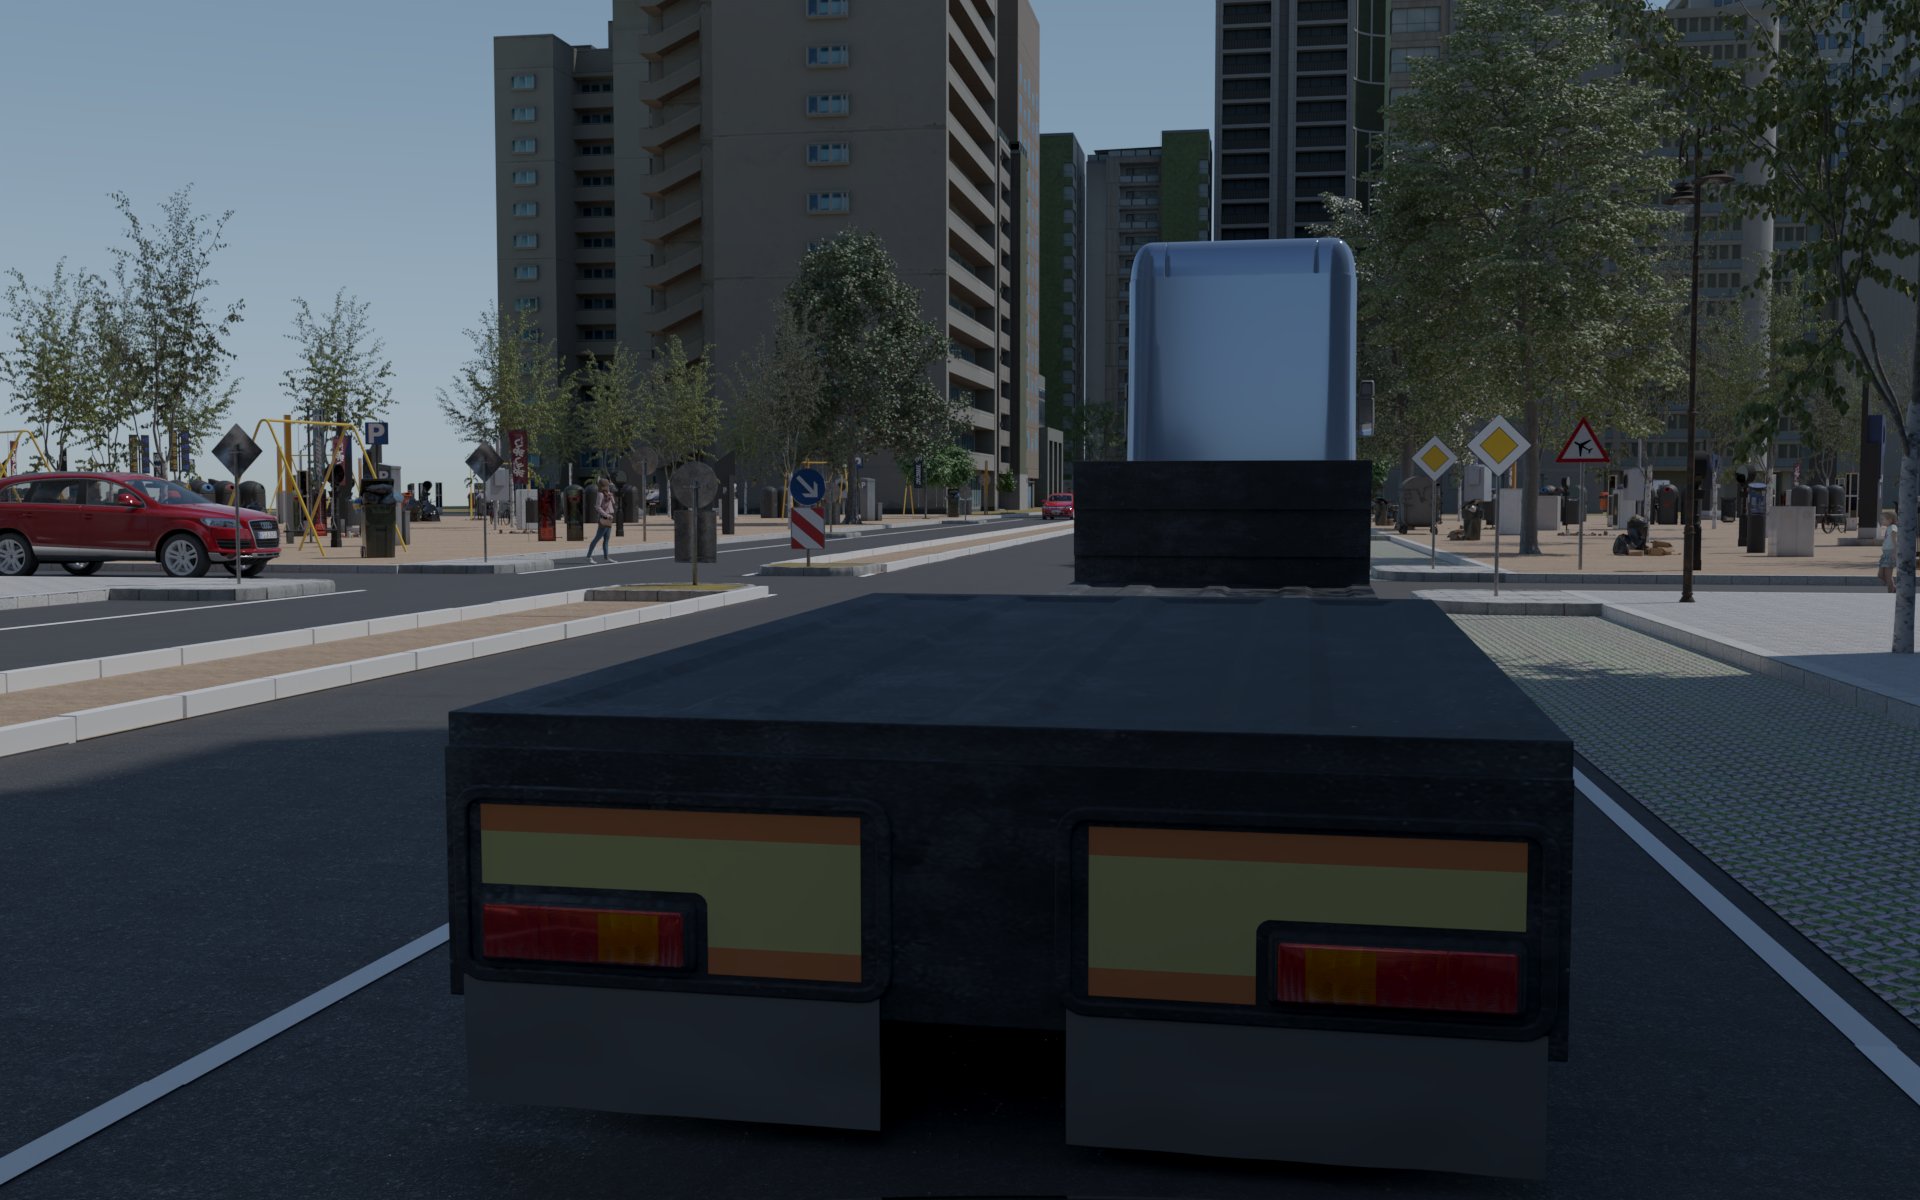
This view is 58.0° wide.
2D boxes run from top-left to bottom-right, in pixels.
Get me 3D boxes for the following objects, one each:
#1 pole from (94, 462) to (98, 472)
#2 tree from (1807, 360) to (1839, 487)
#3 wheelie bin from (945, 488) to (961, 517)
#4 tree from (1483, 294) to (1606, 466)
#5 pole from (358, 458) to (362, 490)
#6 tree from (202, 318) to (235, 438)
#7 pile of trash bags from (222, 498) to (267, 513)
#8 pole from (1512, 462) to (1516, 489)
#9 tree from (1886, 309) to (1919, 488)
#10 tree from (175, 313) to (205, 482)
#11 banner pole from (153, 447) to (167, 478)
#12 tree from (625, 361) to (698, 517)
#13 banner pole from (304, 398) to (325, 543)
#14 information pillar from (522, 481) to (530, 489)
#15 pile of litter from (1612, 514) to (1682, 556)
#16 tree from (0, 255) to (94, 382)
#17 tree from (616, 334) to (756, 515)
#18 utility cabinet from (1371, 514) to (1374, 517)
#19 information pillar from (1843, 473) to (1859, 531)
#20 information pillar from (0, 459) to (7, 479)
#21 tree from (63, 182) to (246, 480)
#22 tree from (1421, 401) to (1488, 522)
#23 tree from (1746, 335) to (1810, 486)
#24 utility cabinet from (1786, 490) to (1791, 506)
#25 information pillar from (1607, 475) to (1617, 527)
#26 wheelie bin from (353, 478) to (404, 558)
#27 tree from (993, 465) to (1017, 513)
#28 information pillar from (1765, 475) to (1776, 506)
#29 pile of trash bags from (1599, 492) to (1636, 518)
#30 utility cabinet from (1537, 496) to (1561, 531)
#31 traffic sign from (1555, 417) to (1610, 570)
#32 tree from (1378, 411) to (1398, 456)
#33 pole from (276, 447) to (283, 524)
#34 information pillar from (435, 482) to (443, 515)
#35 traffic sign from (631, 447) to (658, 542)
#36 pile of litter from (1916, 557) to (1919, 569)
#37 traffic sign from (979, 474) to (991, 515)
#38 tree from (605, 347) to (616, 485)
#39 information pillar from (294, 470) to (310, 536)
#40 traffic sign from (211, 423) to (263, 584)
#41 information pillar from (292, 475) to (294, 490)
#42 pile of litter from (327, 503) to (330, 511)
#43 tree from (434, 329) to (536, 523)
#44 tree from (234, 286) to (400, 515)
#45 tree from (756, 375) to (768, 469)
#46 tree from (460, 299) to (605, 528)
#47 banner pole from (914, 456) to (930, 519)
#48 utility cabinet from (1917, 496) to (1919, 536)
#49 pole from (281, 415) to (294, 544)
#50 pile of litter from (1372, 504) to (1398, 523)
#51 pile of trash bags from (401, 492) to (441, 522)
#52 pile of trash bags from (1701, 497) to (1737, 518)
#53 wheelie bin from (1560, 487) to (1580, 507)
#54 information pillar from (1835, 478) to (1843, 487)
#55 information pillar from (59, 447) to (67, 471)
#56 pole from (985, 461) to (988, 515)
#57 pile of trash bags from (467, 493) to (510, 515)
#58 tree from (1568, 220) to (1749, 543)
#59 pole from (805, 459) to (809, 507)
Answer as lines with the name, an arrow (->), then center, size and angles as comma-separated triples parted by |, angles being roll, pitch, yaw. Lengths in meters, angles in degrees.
pole -> -54.169, -7.020, 108.623 | 0.158, 3.312, 0.155 | 0, 3, 0
tree -> 42.246, -8.187, 84.220 | 4.360, 8.622, 3.978 | 0, 3, 0
wheelie bin -> -0.342, -5.331, 95.075 | 0.980, 1.594, 0.693 | 0, 4, -2
tree -> 29.614, -9.955, 88.511 | 9.928, 11.665, 9.643 | 0, 3, 0
pole -> -33.904, -6.367, 97.935 | 0.158, 3.312, 0.155 | 0, 3, 0
tree -> -31.203, -7.276, 69.323 | 4.737, 8.622, 4.395 | 0, 3, 0
pile of trash bags -> -39.355, -5.247, 95.536 | 1.912, 1.369, 3.447 | -1, 4, -12
pole -> 26.936, -5.529, 84.244 | 0.158, 3.312, 0.155 | 0, 3, 0
tree -> 36.380, -7.015, 65.061 | 4.360, 8.622, 3.978 | 0, 3, 0
tree -> -30.605, -6.821, 61.892 | 4.737, 8.622, 4.395 | 0, 3, 0
banner pole -> -42.053, -6.193, 91.274 | 0.863, 3.779, 0.401 | -2, 4, -30
tree -> -16.165, -8.872, 95.424 | 4.360, 8.622, 3.978 | 0, 3, 0
banner pole -> -16.754, -3.363, 45.005 | 0.863, 3.779, 0.401 | 2, 4, 32
information pillar -> -22.661, -5.263, 90.534 | 0.304, 2.012, 0.304 | 1, 4, 20
pile of litter -> 14.457, -1.370, 36.369 | 1.719, 0.858, 1.176 | -1, 4, -15
tree -> -28.260, -6.358, 54.312 | 4.737, 8.622, 4.395 | 0, 3, 0
tree -> -12.483, -7.888, 79.327 | 4.737, 8.622, 4.395 | 0, 3, 0
utility cabinet -> 22.576, -5.332, 95.864 | 0.318, 1.500, 1.173 | 0, 4, -4
information pillar -> 31.103, -3.421, 60.424 | 0.304, 2.012, 0.304 | 0, 4, -2
information pillar -> -63.847, -7.604, 115.688 | 0.183, 3.616, 0.504 | 2, 4, 24
tree -> -19.031, -5.553, 41.159 | 4.360, 8.622, 3.978 | 0, 3, 0
tree -> 22.975, -7.946, 80.283 | 4.360, 8.622, 3.978 | 0, 3, 0
tree -> 27.728, -6.896, 63.118 | 4.360, 8.622, 3.978 | 0, 3, 0
utility cabinet -> 44.950, -5.164, 93.117 | 1.173, 1.500, 0.318 | -2, 4, -24
information pillar -> 25.351, -3.843, 67.320 | 0.304, 2.012, 0.304 | 2, 4, 26
wheelie bin -> -11.692, -1.651, 34.910 | 0.980, 1.594, 0.693 | -2, 4, -29
tree -> 3.229, -7.447, 116.360 | 1.663, 3.219, 1.824 | 0, 3, 0
information pillar -> 30.717, -3.744, 65.703 | 0.304, 2.012, 0.304 | 3, 5, 44
pile of trash bags -> 36.388, -5.159, 94.107 | 3.447, 1.369, 1.912 | 0, 4, -7
utility cabinet -> 20.650, -3.056, 61.134 | 1.020, 1.237, 0.306 | 3, 5, 43
traffic sign -> 10.505, -1.790, 29.266 | 0.884, 2.594, 0.081 | 1, 4, 12
tree -> 23.526, -10.539, 106.732 | 8.767, 10.594, 7.601 | -1, 4, -18
pole -> -29.159, -4.919, 74.264 | 0.158, 3.312, 0.155 | 0, 3, 0
information pillar -> -32.435, -6.319, 107.807 | 0.304, 2.012, 0.304 | 2, 4, 28
traffic sign -> -8.525, -2.853, 46.754 | 0.768, 2.556, 0.104 | 1, 4, 11
pile of litter -> 16.641, -0.958, 29.629 | 1.176, 0.858, 1.719 | 2, 4, 33
traffic sign -> 1.524, -6.559, 107.347 | 0.768, 2.556, 0.104 | 1, 4, 17
tree -> -16.947, -8.196, 84.371 | 4.737, 8.622, 4.395 | 0, 3, 0
information pillar -> -20.248, -2.993, 53.426 | 0.304, 2.012, 0.304 | -1, 4, -12
traffic sign -> -10.268, -1.282, 24.608 | 0.795, 2.450, 0.064 | 1, 4, 10
information pillar -> -25.129, -3.707, 65.094 | 0.304, 2.012, 0.304 | 2, 4, 33
pile of litter -> -36.519, -5.315, 100.860 | 1.719, 0.858, 1.176 | -2, 4, -30
tree -> -20.868, -7.755, 77.149 | 4.360, 8.622, 3.978 | 0, 3, 0
tree -> -22.425, -6.835, 62.122 | 4.737, 8.622, 4.395 | 0, 3, 0
tree -> -13.296, -9.596, 107.257 | 4.737, 8.622, 4.395 | 0, 3, 0
tree -> -16.896, -7.073, 66.009 | 4.737, 8.622, 4.395 | 0, 3, 0
banner pole -> -1.980, -6.056, 89.032 | 0.863, 3.779, 0.401 | 0, 4, -2
utility cabinet -> 29.177, -2.525, 52.450 | 1.020, 1.237, 0.306 | 2, 4, 33
pole -> -17.267, -3.101, 44.543 | 0.158, 3.312, 0.155 | 0, 3, 0
pile of litter -> 19.237, -3.954, 78.613 | 1.719, 0.858, 1.176 | -2, 4, -32
pile of trash bags -> -25.637, -4.259, 79.379 | 1.912, 1.369, 3.447 | 2, 4, 32
pile of trash bags -> 41.963, -5.231, 95.272 | 3.447, 1.369, 1.912 | -1, 4, -20
wheelie bin -> 27.340, -4.258, 77.527 | 0.980, 1.594, 0.693 | 0, 4, 3
information pillar -> 40.820, -4.642, 80.385 | 0.304, 2.012, 0.304 | 0, 4, 0
information pillar -> -44.757, -5.820, 86.507 | 0.183, 3.616, 0.504 | 1, 4, 12
pole -> 1.598, -6.817, 105.305 | 0.158, 3.312, 0.155 | 0, 3, 0
pile of trash bags -> -28.670, -5.825, 104.987 | 3.447, 1.369, 1.912 | 2, 4, 35
tree -> 18.033, -5.809, 45.338 | 4.360, 8.622, 3.978 | 0, 3, 0
pole -> -7.748, -5.745, 87.769 | 0.158, 3.312, 0.155 | 0, 3, 0
